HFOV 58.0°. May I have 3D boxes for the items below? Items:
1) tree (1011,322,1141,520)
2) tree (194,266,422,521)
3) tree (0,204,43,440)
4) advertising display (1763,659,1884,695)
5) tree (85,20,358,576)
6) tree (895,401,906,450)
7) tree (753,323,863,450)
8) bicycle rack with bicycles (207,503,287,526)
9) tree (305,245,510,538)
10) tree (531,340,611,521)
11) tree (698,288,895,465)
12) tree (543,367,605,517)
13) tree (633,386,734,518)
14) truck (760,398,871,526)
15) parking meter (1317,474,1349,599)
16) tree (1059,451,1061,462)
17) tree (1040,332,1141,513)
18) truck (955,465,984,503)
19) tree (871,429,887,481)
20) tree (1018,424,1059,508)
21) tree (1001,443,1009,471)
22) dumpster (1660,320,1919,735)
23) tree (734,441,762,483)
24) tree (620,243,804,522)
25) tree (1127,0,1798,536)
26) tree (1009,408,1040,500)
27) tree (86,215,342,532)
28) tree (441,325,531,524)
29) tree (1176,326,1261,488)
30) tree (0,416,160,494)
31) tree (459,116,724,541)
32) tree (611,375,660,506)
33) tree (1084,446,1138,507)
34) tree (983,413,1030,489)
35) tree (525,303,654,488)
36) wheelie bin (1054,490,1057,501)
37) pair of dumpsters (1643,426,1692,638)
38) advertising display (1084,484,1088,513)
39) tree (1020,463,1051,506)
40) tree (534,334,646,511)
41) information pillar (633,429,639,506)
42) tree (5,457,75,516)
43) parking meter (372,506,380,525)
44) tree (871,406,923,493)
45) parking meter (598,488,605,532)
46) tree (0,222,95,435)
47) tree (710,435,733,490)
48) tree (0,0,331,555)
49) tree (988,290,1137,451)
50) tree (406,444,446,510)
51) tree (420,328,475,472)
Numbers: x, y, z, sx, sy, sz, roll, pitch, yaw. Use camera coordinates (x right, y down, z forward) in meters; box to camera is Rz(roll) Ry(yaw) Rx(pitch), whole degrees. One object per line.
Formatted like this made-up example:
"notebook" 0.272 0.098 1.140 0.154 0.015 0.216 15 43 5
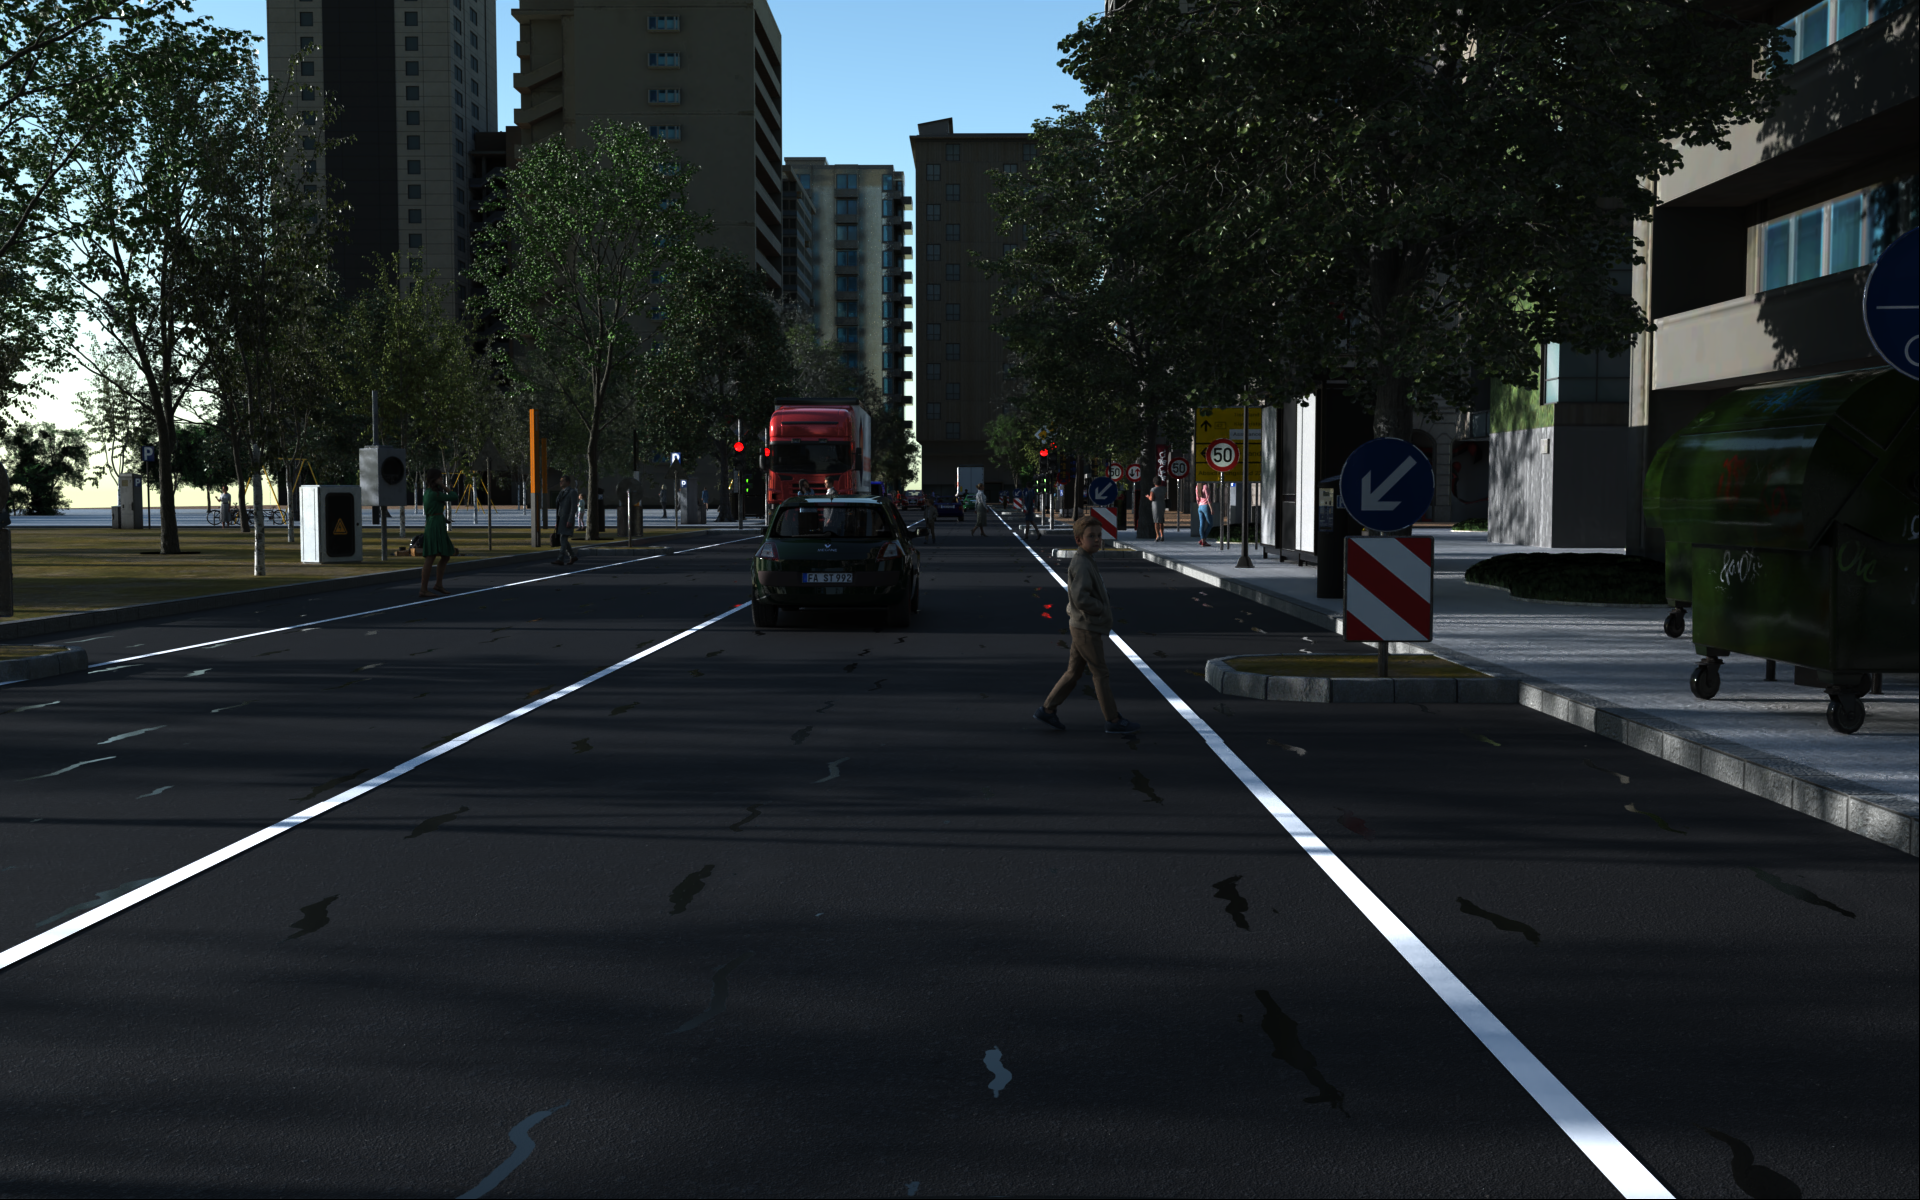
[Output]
"tree" 6.129 -9.323 86.849 7.601 10.594 8.767 0 4 -3
"tree" -31.725 -10.146 82.889 9.611 12.733 9.660 0 3 0
"tree" -34.525 -9.092 55.304 9.857 13.997 8.962 0 3 0
"advertising display" 5.728 -0.381 11.449 0.123 1.923 0.974 -1 4 -21
"tree" -11.177 -4.678 26.848 4.360 8.622 3.978 0 3 0
"tree" -9.975 -15.410 162.323 12.009 13.543 11.850 0 3 0
"tree" -10.198 -12.045 115.069 7.486 12.596 7.792 0 3 0
"bicycle rack with bicycles" -29.645 -3.552 71.461 2.925 0.926 2.852 0 4 0
"tree" -16.660 -6.145 50.841 4.737 8.622 4.395 0 3 0
"tree" -19.780 -8.103 82.839 4.360 8.622 3.978 0 3 0
"tree" -10.592 -11.763 102.689 12.009 13.543 11.850 0 3 0
"tree" -21.813 -9.005 97.586 4.737 8.622 4.395 0 3 0
"tree" -15.506 -8.772 93.790 4.737 8.622 4.395 0 3 0
"truck" -4.177 -3.900 52.683 2.839 4.237 11.283 0 4 0
"parking meter" 4.602 -0.792 21.366 0.372 1.533 0.369 0 3 0
"tree" 11.010 -11.587 139.809 4.360 8.622 3.978 0 3 0
"tree" 6.139 -7.666 75.700 4.737 8.622 4.395 0 3 0
"truck" 0.979 -11.132 170.914 2.839 4.237 11.283 0 4 -1
"tree" -9.814 -14.484 187.172 4.360 8.622 3.978 0 3 0
"tree" 7.218 -12.732 158.535 4.360 8.622 3.978 0 3 0
"tree" 6.888 -14.862 193.359 4.737 8.622 4.395 0 3 0
"dumpster" 5.145 -0.457 9.962 1.502 2.255 1.985 0 4 1
"tree" -16.774 -11.221 133.825 4.737 8.622 4.395 0 3 0
"tree" -10.930 -9.931 79.382 9.611 12.733 9.660 0 3 0
"tree" 5.267 -7.007 21.214 9.857 13.997 8.962 0 3 0
"tree" 6.236 -11.096 131.789 4.737 8.622 4.395 0 3 0
"tree" -24.363 -7.558 57.989 7.601 10.594 8.767 0 4 8
"tree" -20.943 -7.597 74.574 4.360 8.622 3.978 0 3 0
"tree" 11.104 -7.459 72.313 4.360 8.622 3.978 0 3 0
"tree" -52.343 -9.375 116.190 11.467 7.101 20.602 3 4 37
"tree" -10.100 -7.470 47.896 9.928 11.665 9.643 0 3 0
"tree" -19.447 -9.423 104.428 4.360 8.622 3.978 0 3 0
"tree" 11.294 -10.901 128.600 4.360 8.622 3.978 0 3 0
"tree" 6.906 -17.678 214.787 9.928 11.665 9.643 0 3 0
"tree" -24.303 -12.789 115.756 9.857 13.997 8.962 0 3 0
"wheelie bin" 7.738 -7.793 135.318 0.693 1.594 0.980 3 5 44
"pair of dumpsters" 6.889 -0.666 13.380 1.574 2.255 4.437 0 4 1
"advertising display" 7.961 -6.700 114.753 0.974 1.923 0.123 1 4 12
"tree" 7.196 -11.181 166.517 4.285 4.588 4.351 0 3 0
"tree" -27.912 -13.472 130.631 12.009 13.543 11.850 0 3 0
"information pillar" -11.741 -4.373 62.855 0.183 3.616 0.504 0 4 2
"tree" -60.201 -12.007 98.139 13.155 14.587 18.604 0 4 4
"parking meter" -24.681 -4.124 73.138 0.255 1.863 0.399 -1 4 -10
"tree" -9.450 -18.641 221.791 9.611 12.733 9.660 0 3 0
"parking meter" -12.226 -3.075 58.679 0.372 1.533 0.369 0 3 0
"tree" -25.757 -5.802 45.218 4.360 8.622 3.978 0 3 0
"tree" -19.178 -11.770 142.800 4.360 8.622 3.978 0 3 0
"tree" -17.014 -6.790 36.780 9.928 11.665 9.643 0 3 0
"tree" 6.771 -11.759 102.637 12.009 13.543 11.850 0 3 0
"tree" -50.408 -10.659 137.186 11.467 7.101 20.602 2 4 25
"tree" -31.891 -10.921 95.561 9.611 12.733 9.660 0 3 0
